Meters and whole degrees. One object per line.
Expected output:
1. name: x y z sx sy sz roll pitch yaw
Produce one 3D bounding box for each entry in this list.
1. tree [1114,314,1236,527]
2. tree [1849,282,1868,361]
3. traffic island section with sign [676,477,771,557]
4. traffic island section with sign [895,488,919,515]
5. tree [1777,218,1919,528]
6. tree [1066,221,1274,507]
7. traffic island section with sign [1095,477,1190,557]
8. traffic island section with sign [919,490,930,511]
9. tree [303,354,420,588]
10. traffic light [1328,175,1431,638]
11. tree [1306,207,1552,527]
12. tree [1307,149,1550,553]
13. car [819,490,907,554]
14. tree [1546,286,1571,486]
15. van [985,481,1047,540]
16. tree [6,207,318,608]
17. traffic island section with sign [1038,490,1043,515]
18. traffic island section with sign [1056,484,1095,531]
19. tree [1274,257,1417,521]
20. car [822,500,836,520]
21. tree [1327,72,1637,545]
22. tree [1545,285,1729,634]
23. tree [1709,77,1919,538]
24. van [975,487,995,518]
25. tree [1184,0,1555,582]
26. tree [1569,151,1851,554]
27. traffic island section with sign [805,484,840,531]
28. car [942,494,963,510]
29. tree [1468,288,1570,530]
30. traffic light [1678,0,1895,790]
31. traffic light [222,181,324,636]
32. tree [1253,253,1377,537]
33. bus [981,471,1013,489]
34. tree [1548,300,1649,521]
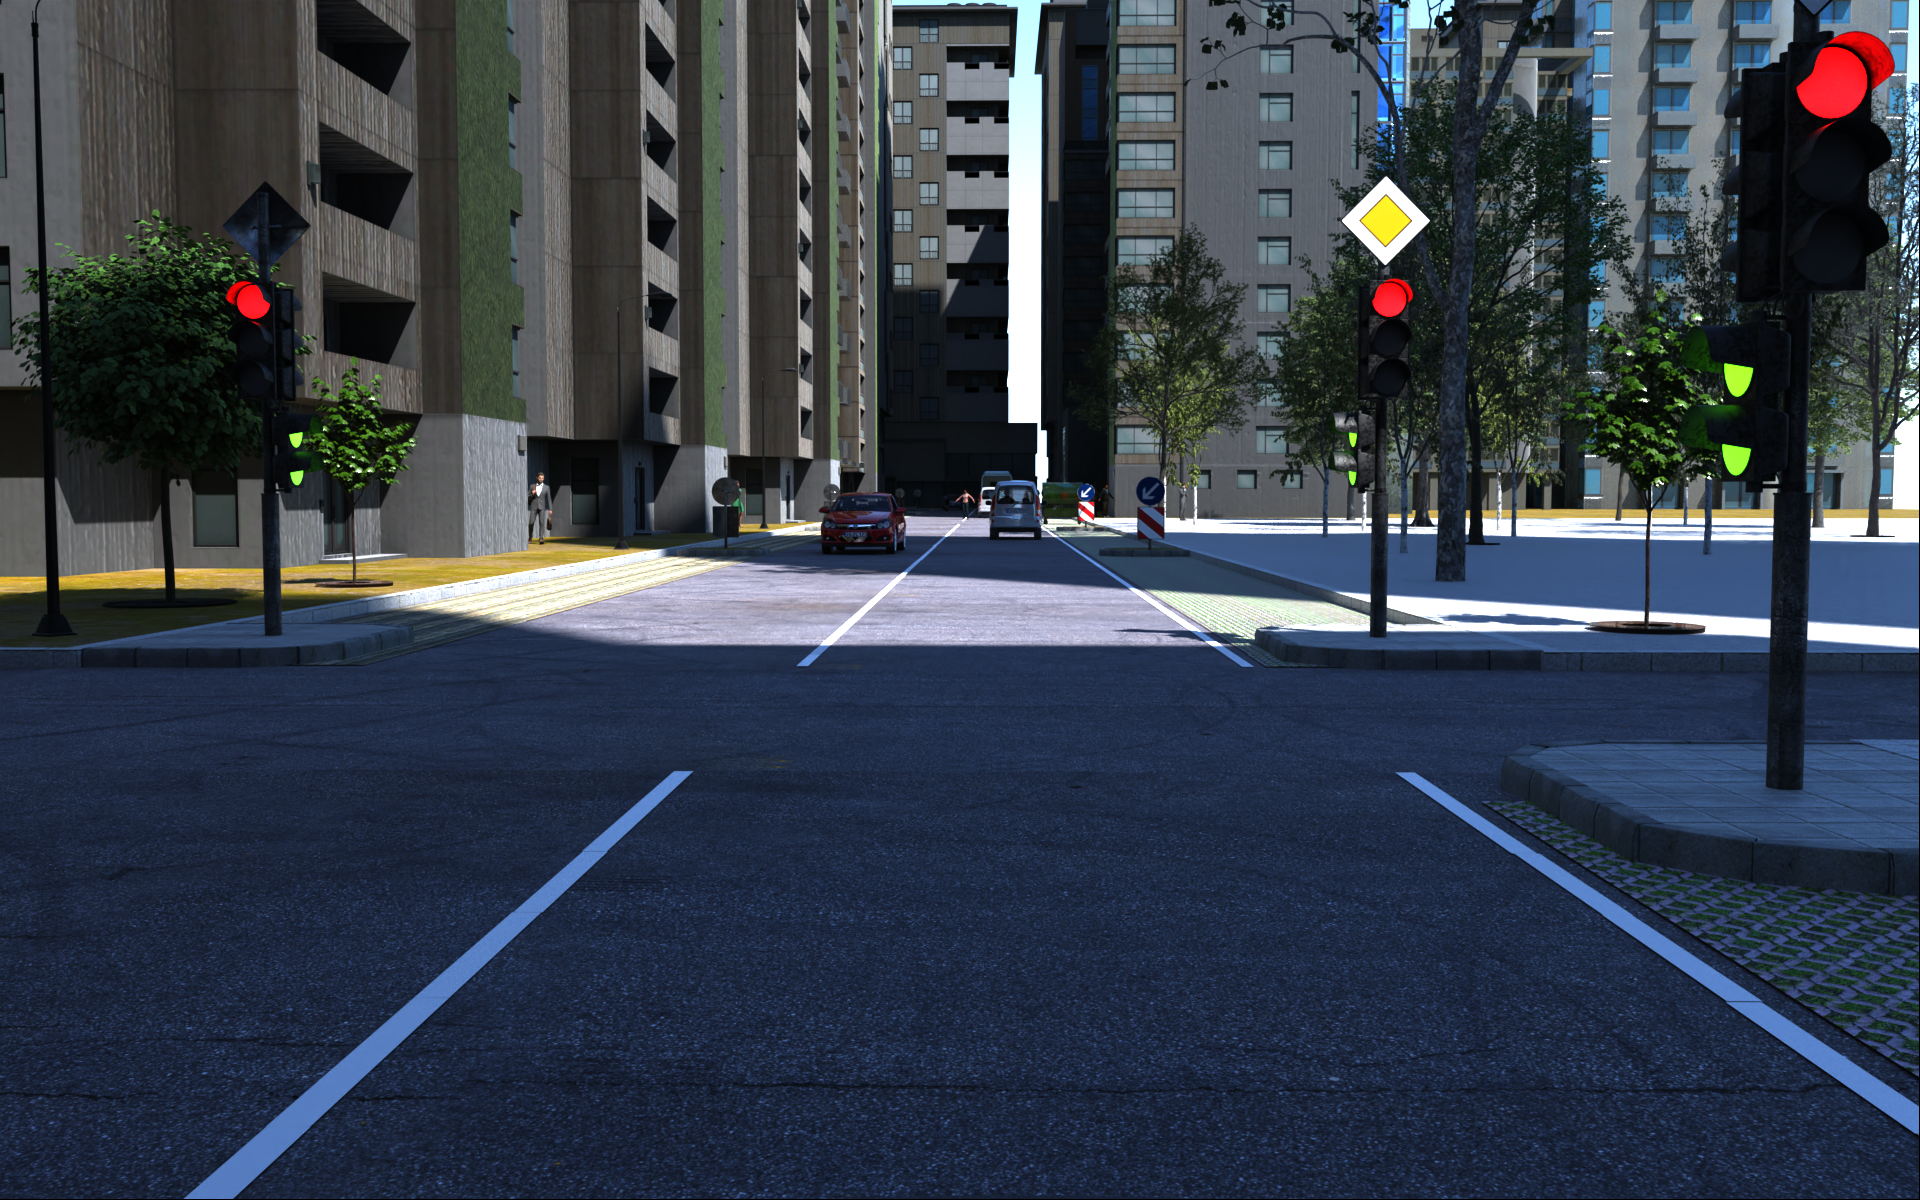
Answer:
1. tree: 8.084 -7.095 66.367 4.737 8.622 4.395 0 3 0
2. tree: 19.669 -5.583 41.652 4.360 8.622 3.978 0 3 0
3. traffic island section with sign: -5.466 -1.940 40.345 1.989 1.847 2.006 0 4 1
4. traffic island section with sign: -4.013 -6.658 117.487 1.989 1.847 2.006 0 4 1
5. tree: 32.784 -8.998 65.236 7.486 12.596 7.792 0 3 0
6. tree: 7.151 -7.619 58.979 7.601 10.594 8.767 0 4 3
7. traffic island section with sign: 4.251 -1.933 40.240 1.989 1.847 2.006 0 4 1
8. traffic island section with sign: -3.490 -8.306 144.437 1.989 1.847 2.006 0 4 1
9. tree: -8.315 -1.803 24.082 1.663 3.219 1.824 0 3 0
10. traffic light: 3.738 -1.622 15.445 0.839 4.253 0.868 0 4 1
11. tree: 18.500 -9.265 68.497 9.611 12.733 9.660 0 3 0
12. tree: 9.694 -5.311 37.190 4.360 8.622 3.978 0 3 0
13. car: -2.353 -2.066 42.814 2.155 1.783 4.494 0 4 3
14. tree: 16.830 -6.206 51.826 4.360 8.622 3.978 0 3 0
15. van: 1.809 -2.983 55.787 2.013 2.044 4.112 0 4 2
16. tree: -9.130 -2.223 20.059 4.285 4.588 4.351 0 3 0
17. traffic island section with sign: 5.717 -6.667 117.641 1.989 1.847 2.006 0 4 1
18. traffic island section with sign: 4.762 -3.598 67.452 1.989 1.847 2.006 0 4 1
19. tree: 18.609 -10.091 83.111 7.486 12.596 7.792 0 3 0
20. car: -3.053 -2.486 52.451 2.131 1.459 4.920 0 4 2
21. tree: 12.921 -7.207 43.592 9.928 11.665 9.643 0 3 0
22. tree: 6.575 -1.318 16.144 1.663 3.219 1.824 0 3 0
23. tree: 27.333 -8.610 51.151 12.009 13.543 11.850 0 3 0
24. van: 1.910 -5.959 104.449 2.013 2.044 4.112 0 4 1
25. tree: 8.333 -10.402 25.962 12.611 20.169 13.585 0 3 0
26. tree: 15.665 -5.276 36.618 4.360 8.622 3.978 0 3 0
27. traffic island section with sign: -4.960 -3.597 67.439 1.989 1.847 2.006 0 4 1
28. car: -0.629 -9.011 159.337 2.014 1.417 4.499 0 4 2
29. tree: 19.027 -6.748 60.688 4.737 8.622 4.395 0 3 0
30. traffic light: 3.587 -1.134 7.461 0.839 4.253 0.868 0 4 1
31. traffic light: -6.221 -1.633 15.617 0.839 4.253 0.868 0 4 1
32. tree: 10.820 -6.175 51.322 4.737 8.622 4.395 0 3 0
33. bus: 3.146 -9.228 145.741 2.948 3.499 13.247 0 4 2
34. tree: 31.943 -9.075 82.782 7.601 10.594 8.767 0 4 2
